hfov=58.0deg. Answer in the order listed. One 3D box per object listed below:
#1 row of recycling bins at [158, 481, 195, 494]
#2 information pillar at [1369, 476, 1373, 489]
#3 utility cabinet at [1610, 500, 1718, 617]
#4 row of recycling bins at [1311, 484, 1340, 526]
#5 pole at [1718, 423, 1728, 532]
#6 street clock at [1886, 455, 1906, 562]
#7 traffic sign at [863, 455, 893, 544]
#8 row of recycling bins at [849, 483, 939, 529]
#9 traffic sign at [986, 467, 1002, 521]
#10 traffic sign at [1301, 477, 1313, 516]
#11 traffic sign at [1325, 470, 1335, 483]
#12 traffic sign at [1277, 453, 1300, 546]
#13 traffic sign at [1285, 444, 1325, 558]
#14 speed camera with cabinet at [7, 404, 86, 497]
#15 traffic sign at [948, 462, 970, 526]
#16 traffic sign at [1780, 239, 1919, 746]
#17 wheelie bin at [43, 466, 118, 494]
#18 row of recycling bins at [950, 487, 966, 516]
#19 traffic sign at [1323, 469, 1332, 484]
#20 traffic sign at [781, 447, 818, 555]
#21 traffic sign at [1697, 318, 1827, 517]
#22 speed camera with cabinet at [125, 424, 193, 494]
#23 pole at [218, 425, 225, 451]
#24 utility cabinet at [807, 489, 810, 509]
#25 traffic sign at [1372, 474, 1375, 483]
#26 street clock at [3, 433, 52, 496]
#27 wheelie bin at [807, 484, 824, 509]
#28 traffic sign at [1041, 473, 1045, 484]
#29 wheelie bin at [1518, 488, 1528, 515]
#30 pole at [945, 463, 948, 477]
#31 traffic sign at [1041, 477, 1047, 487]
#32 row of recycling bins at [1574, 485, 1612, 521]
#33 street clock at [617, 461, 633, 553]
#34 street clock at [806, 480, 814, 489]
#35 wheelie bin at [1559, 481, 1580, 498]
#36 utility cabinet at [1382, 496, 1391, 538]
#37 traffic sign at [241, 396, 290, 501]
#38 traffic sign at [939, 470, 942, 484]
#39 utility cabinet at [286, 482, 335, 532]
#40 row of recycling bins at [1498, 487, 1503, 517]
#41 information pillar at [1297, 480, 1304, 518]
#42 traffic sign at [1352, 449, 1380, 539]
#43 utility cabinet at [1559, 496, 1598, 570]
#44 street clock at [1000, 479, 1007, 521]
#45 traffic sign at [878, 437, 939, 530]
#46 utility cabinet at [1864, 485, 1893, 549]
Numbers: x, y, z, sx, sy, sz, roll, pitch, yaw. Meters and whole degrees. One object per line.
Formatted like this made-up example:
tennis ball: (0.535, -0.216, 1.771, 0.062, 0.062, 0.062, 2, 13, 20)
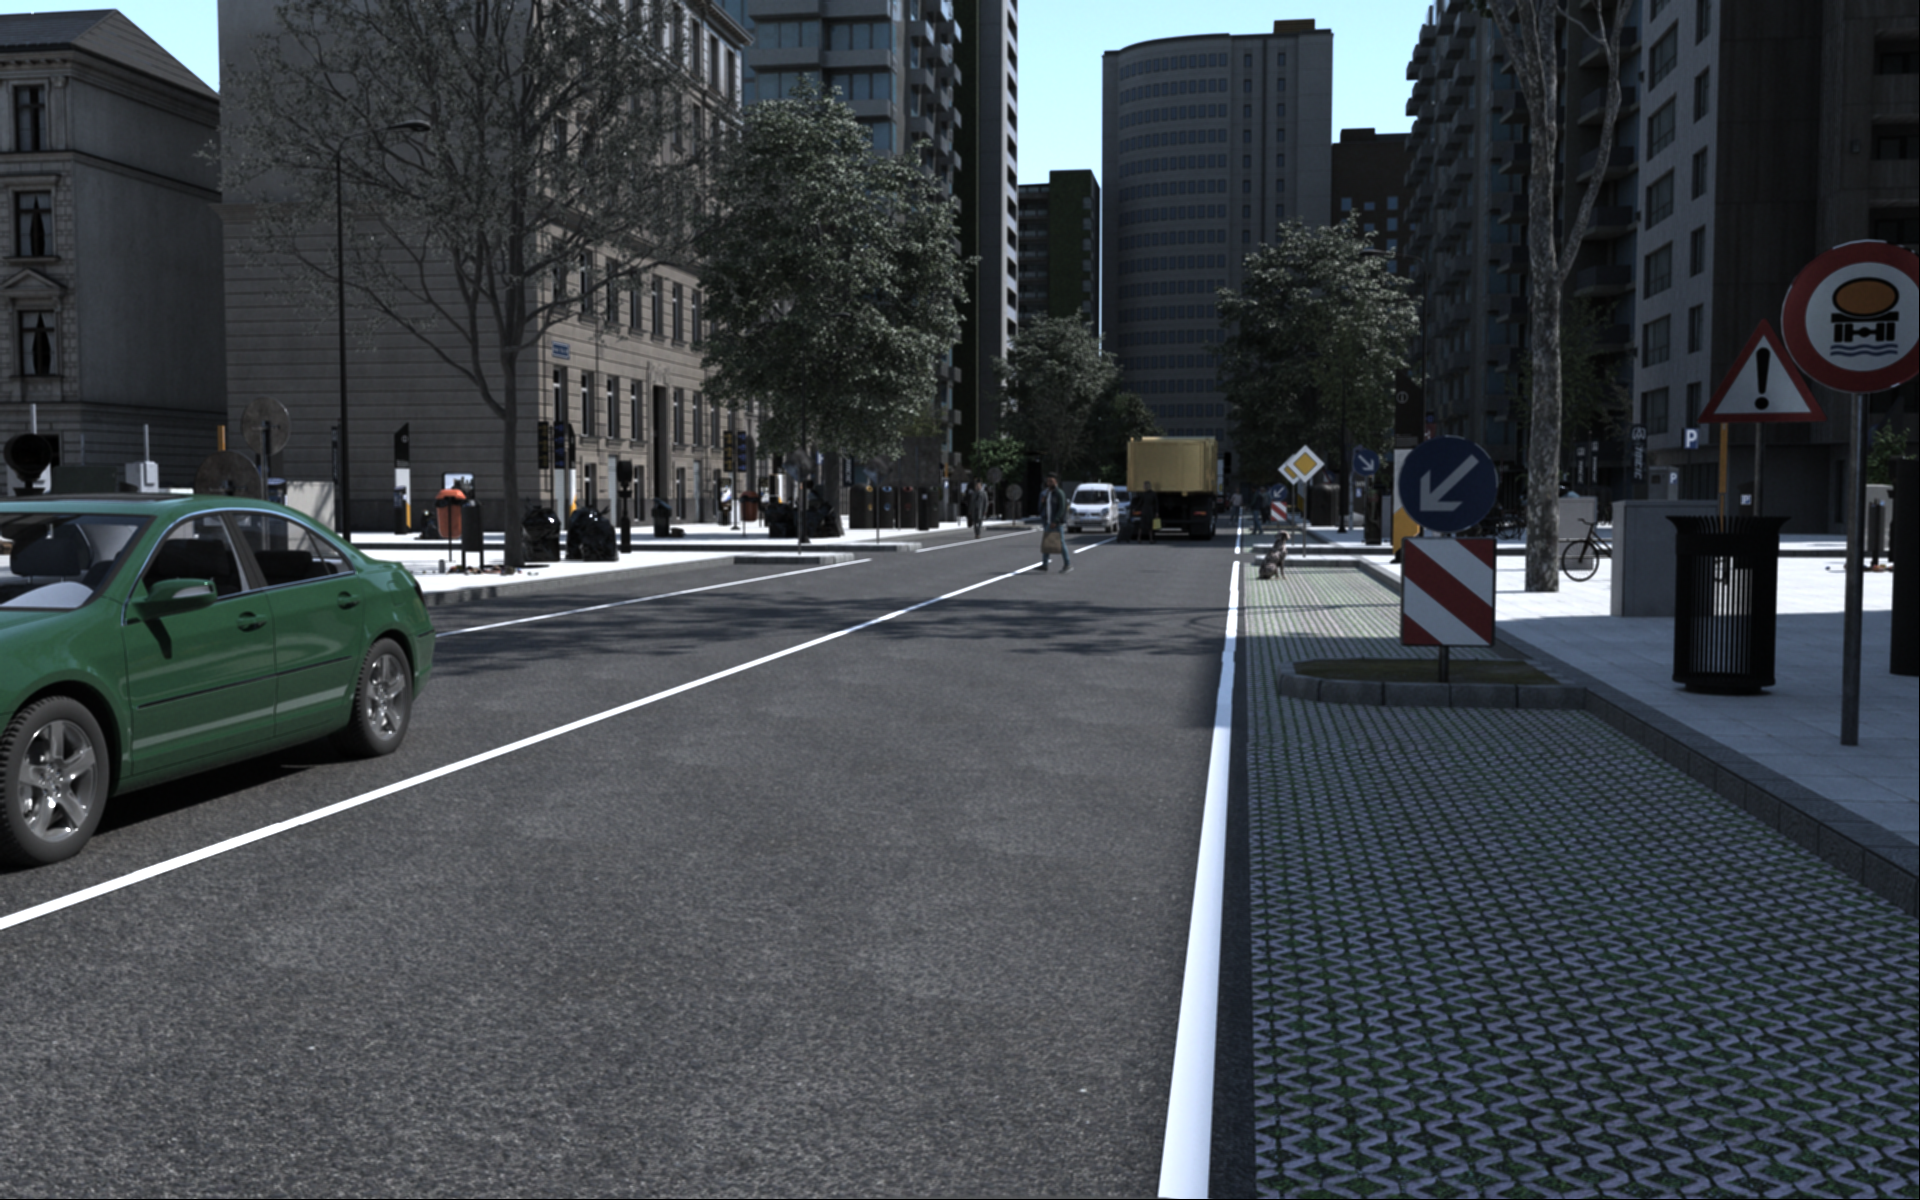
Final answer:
row of recycling bins: (-24.288, -2.996, 56.101, 1.069, 1.692, 3.534, 3, 5, 41)
information pillar: (16.530, -4.024, 70.290, 0.304, 2.012, 0.304, -3, 5, -44)
utility cabinet: (7.390, -0.431, 18.203, 1.020, 1.237, 0.306, 0, 4, -6)
row of recycling bins: (14.971, -3.858, 70.197, 1.069, 1.692, 3.534, 1, 4, 22)
pole: (18.012, -2.878, 40.897, 0.158, 3.312, 0.155, 0, 3, 0)
street clock: (17.577, -1.709, 32.515, 0.358, 2.002, 0.471, 3, 4, 38)
traffic sign: (-2.112, -2.502, 44.547, 0.795, 2.450, 0.064, 1, 4, 9)
row of recycling bins: (-2.463, -3.500, 64.338, 3.534, 1.692, 1.069, -2, 4, -27)
traffic sign: (1.606, -4.970, 81.373, 0.768, 2.556, 0.104, 1, 4, 13)
traffic sign: (17.935, -5.346, 89.534, 0.606, 2.300, 0.079, 1, 4, 18)
traffic sign: (19.783, -5.692, 93.170, 0.768, 2.556, 0.104, 1, 4, 18)
traffic sign: (8.242, -2.398, 42.844, 0.795, 2.450, 0.064, 1, 4, 9)
traffic sign: (6.957, -1.916, 34.962, 0.795, 2.450, 0.064, 1, 4, 9)
speed camera with cabinet: (-20.245, -2.717, 38.752, 0.660, 3.252, 2.038, 1, 4, 21)
traffic sign: (-0.034, -4.237, 69.284, 0.884, 2.594, 0.081, 1, 4, 11)
traffic sign: (4.552, -0.531, 8.787, 0.768, 2.556, 0.104, 1, 4, 18)
wheelie bin: (-9.817, -0.704, 19.413, 0.980, 1.594, 0.693, -1, 4, -18)
row of recycling bins: (0.074, -5.752, 101.159, 1.069, 1.692, 3.534, 1, 4, 11)
traffic sign: (18.842, -5.501, 89.944, 0.884, 2.594, 0.081, 1, 4, 10)
traffic sign: (-3.397, -2.020, 36.665, 0.795, 2.450, 0.064, 1, 4, 9)
traffic sign: (5.963, -0.791, 12.934, 0.884, 2.594, 0.081, 1, 4, 16)
speed camera with cabinet: (-23.077, -3.402, 49.959, 0.660, 3.252, 2.038, 1, 4, 18)
pole: (-21.956, -3.530, 51.552, 0.158, 3.312, 0.155, 0, 3, 0)
utility cabinet: (-6.537, -4.401, 80.633, 1.173, 1.500, 0.318, -1, 4, -10)
traffic sign: (22.701, -5.887, 96.365, 0.768, 2.556, 0.104, 1, 4, 10)
street clock: (-11.161, -0.992, 20.785, 0.358, 2.002, 0.471, 3, 5, 43)
wheelie bin: (-4.589, -2.978, 56.603, 0.693, 1.594, 0.980, 3, 4, 36)
traffic sign: (4.462, -6.061, 99.206, 0.768, 2.556, 0.104, 1, 4, 10)
wheelie bin: (29.617, -5.071, 90.813, 0.693, 1.594, 0.980, 1, 4, 20)
pole: (-0.905, -7.323, 113.582, 0.158, 3.312, 0.155, 0, 3, 0)
traffic sign: (5.163, -6.285, 104.897, 0.606, 2.300, 0.079, 1, 4, 11)
row of recycling bins: (29.805, -4.575, 81.921, 3.534, 1.692, 1.069, -3, 5, -43)
street clock: (-7.258, -2.017, 37.551, 0.358, 2.002, 0.471, -2, 4, -27)
street clock: (-7.483, -5.004, 86.382, 0.358, 2.002, 0.471, 1, 4, 16)
wheelie bin: (14.323, -2.052, 41.452, 0.980, 1.594, 0.693, 1, 4, 22)
utility cabinet: (12.737, -2.408, 50.537, 1.020, 1.237, 0.306, 3, 4, 38)
traffic sign: (-9.085, -1.378, 22.638, 0.768, 2.556, 0.104, 1, 4, 18)
traffic sign: (-1.059, -4.316, 72.695, 0.606, 2.300, 0.079, 1, 4, 18)
utility cabinet: (-11.769, -1.372, 31.104, 0.318, 1.500, 1.173, 1, 4, 22)
row of recycling bins: (26.996, -5.152, 91.349, 3.534, 1.692, 1.069, -1, 4, -15)
information pillar: (18.438, -6.239, 93.364, 0.504, 3.616, 0.183, -1, 4, -11)
traffic sign: (11.567, -3.012, 49.357, 0.768, 2.556, 0.104, 1, 4, 16)
utility cabinet: (10.167, -1.110, 29.306, 1.020, 1.237, 0.306, 1, 4, 9)
street clock: (2.088, -4.778, 82.692, 0.358, 2.002, 0.471, 1, 4, 17)
traffic sign: (-1.850, -4.142, 61.599, 2.265, 3.308, 0.079, 1, 4, 11)
utility cabinet: (21.085, -1.922, 40.101, 1.173, 1.500, 0.318, -2, 4, -27)
